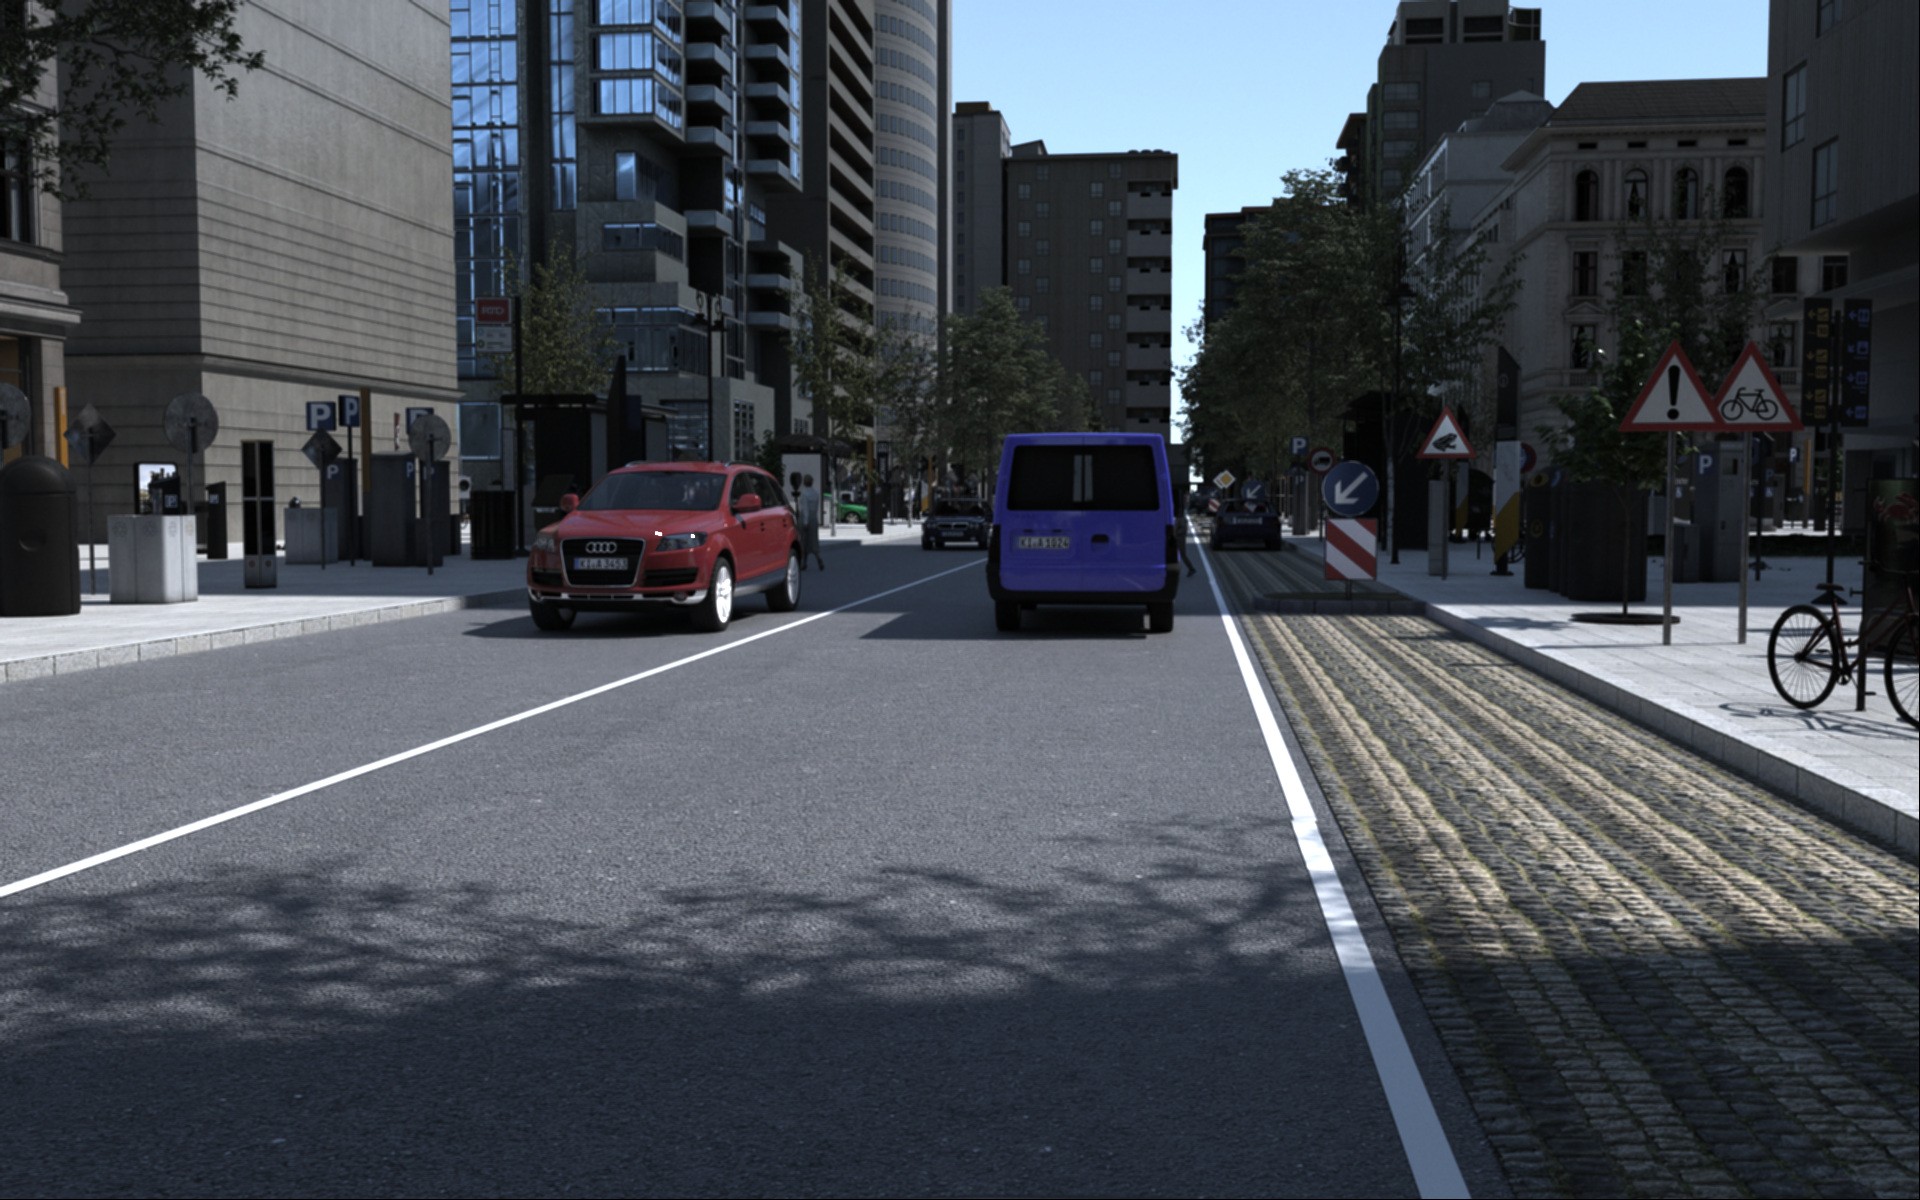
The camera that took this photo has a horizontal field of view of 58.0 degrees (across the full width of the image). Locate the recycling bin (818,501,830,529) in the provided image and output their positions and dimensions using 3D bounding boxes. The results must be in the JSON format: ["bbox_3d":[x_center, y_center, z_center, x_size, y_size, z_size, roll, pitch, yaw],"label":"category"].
[{"bbox_3d":[-5.296,-3.159,64.204,0.722,1.027,0.722,-3,5,-43],"label":"recycling bin"}]

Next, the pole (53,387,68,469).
[{"bbox_3d":[-17.171,-2.403,33.131,0.158,3.312,0.155,0,3,0],"label":"pole"}]

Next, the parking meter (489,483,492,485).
[{"bbox_3d":[-24.110,-5.128,89.551,0.399,1.863,0.255,2,4,35],"label":"parking meter"}]

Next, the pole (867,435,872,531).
[{"bbox_3d":[-3.108,-4.012,59.440,0.158,3.312,0.155,0,3,0],"label":"pole"}]

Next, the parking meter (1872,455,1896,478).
[{"bbox_3d":[13.820,-1.237,25.942,0.255,1.863,0.399,3,4,38],"label":"parking meter"}]

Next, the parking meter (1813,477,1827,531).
[{"bbox_3d":[29.602,-3.295,59.590,0.255,1.863,0.399,0,4,-2],"label":"parking meter"}]

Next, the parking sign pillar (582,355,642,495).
[{"bbox_3d":[-6.684,-2.809,34.395,1.447,3.967,1.447,-1,4,-22],"label":"parking sign pillar"}]

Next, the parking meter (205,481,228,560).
[{"bbox_3d":[-14.622,-1.568,34.056,0.372,1.533,0.369,0,3,0],"label":"parking meter"}]

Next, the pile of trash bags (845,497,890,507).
[{"bbox_3d":[-5.852,-6.005,107.939,3.447,1.369,1.912,3,5,43],"label":"pile of trash bags"}]

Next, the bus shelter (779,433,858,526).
[{"bbox_3d":[-5.049,-4.075,60.546,2.014,3.302,5.546,0,4,7],"label":"bus shelter"}]

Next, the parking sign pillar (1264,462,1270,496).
[{"bbox_3d":[20.272,-7.717,114.643,1.447,3.967,1.447,1,4,12],"label":"parking sign pillar"}]

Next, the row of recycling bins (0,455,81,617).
[{"bbox_3d":[-11.127,-0.700,18.558,3.534,1.692,1.069,1,4,9],"label":"row of recycling bins"}]

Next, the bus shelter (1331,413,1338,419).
[{"bbox_3d":[11.622,-3.529,48.990,1.731,3.624,6.357,0,4,7],"label":"bus shelter"}]

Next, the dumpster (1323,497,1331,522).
[{"bbox_3d":[17.150,-4.647,78.468,1.502,2.255,1.985,0,4,7],"label":"dumpster"}]

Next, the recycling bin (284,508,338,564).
[{"bbox_3d":[-11.951,-1.184,31.907,0.722,1.027,0.722,0,4,3],"label":"recycling bin"}]

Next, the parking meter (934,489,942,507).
[{"bbox_3d":[-1.023,-4.392,80.212,0.372,1.533,0.369,0,3,0],"label":"parking meter"}]

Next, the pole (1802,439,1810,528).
[{"bbox_3d":[31.608,-4.332,64.675,0.158,3.312,0.155,0,3,0],"label":"pole"}]

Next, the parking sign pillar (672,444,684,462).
[{"bbox_3d":[-14.928,-6.450,93.937,1.447,3.967,1.447,-1,4,-16],"label":"parking sign pillar"}]

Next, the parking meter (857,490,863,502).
[{"bbox_3d":[-6.381,-6.256,110.688,0.372,1.533,0.369,0,3,0],"label":"parking meter"}]

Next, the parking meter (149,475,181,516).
[{"bbox_3d":[-10.587,-0.899,23.108,0.372,1.533,0.369,0,3,0],"label":"parking meter"}]

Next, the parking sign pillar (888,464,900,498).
[{"bbox_3d":[-6.055,-10.229,155.708,1.447,3.967,1.447,1,4,18],"label":"parking sign pillar"}]

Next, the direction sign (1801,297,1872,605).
[{"bbox_3d":[10.148,-1.720,20.114,0.876,3.537,0.379,-1,4,-12],"label":"direction sign"}]

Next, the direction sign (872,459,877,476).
[{"bbox_3d":[-5.286,-7.274,110.933,0.876,3.537,0.379,0,4,-6],"label":"direction sign"}]

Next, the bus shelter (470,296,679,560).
[{"bbox_3d":[-8.439,-3.679,37.790,2.179,5.291,8.768,0,4,7],"label":"bus shelter"}]

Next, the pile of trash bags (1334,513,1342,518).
[{"bbox_3d":[14.827,-3.228,62.529,1.912,1.369,3.447,3,4,36],"label":"pile of trash bags"}]

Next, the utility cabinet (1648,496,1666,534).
[{"bbox_3d":[20.666,-2.477,51.668,0.306,1.237,1.020,3,5,40],"label":"utility cabinet"}]

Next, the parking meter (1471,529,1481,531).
[{"bbox_3d":[17.045,-2.986,57.235,0.372,1.533,0.369,0,3,0],"label":"parking meter"}]

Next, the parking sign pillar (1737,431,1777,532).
[{"bbox_3d":[27.192,-4.329,59.244,1.447,3.967,1.447,-1,4,-21],"label":"parking sign pillar"}]

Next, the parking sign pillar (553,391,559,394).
[{"bbox_3d":[-10.551,-3.439,44.702,1.447,3.967,1.447,-1,4,-11],"label":"parking sign pillar"}]

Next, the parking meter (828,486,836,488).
[{"bbox_3d":[-6.348,-4.919,86.143,0.255,1.863,0.399,-3,4,-37],"label":"parking meter"}]

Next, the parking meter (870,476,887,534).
[{"bbox_3d":[-2.654,-3.032,55.282,0.399,1.863,0.255,-2,4,-29],"label":"parking meter"}]

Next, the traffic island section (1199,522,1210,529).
[{"bbox_3d":[11.877,-3.447,78.640,2.009,0.180,2.903,0,4,7],"label":"traffic island section"}]

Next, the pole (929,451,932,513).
[{"bbox_3d":[-1.395,-5.358,81.445,0.158,3.312,0.155,0,3,0],"label":"pole"}]

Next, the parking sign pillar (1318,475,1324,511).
[{"bbox_3d":[27.282,-8.783,132.078,1.447,3.967,1.447,0,4,2],"label":"parking sign pillar"}]

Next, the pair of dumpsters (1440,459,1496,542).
[{"bbox_3d":[13.881,-2.810,48.431,1.574,2.255,4.437,0,4,7],"label":"pair of dumpsters"}]

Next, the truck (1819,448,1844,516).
[{"bbox_3d":[39.923,-4.620,71.468,9.791,3.379,3.469,0,4,5],"label":"truck"}]

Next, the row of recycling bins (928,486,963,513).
[{"bbox_3d":[-0.635,-4.846,86.342,1.069,1.692,3.534,2,4,24],"label":"row of recycling bins"}]

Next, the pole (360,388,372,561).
[{"bbox_3d":[-11.387,-2.411,33.256,0.158,3.312,0.155,0,3,0],"label":"pole"}]

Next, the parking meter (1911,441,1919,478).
[{"bbox_3d":[10.457,-0.797,18.736,0.255,1.863,0.399,1,4,14],"label":"parking meter"}]

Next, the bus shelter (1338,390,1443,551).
[{"bbox_3d":[10.420,-3.106,42.061,1.731,3.624,6.357,0,4,7],"label":"bus shelter"}]

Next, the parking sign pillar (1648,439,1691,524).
[{"bbox_3d":[24.737,-4.453,61.281,1.447,3.967,1.447,-1,4,-18],"label":"parking sign pillar"}]

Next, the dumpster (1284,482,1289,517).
[{"bbox_3d":[15.096,-4.473,78.892,1.264,1.857,1.865,0,4,7],"label":"dumpster"}]

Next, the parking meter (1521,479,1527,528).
[{"bbox_3d":[20.102,-3.450,62.122,0.399,1.863,0.255,1,4,22],"label":"parking meter"}]

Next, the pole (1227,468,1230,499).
[{"bbox_3d":[19.855,-8.197,127.868,0.158,3.312,0.155,0,3,0],"label":"pole"}]

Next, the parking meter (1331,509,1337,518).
[{"bbox_3d":[14.415,-3.545,66.377,0.372,1.533,0.369,0,3,0],"label":"parking meter"}]

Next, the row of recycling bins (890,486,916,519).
[{"bbox_3d":[-3.016,-5.212,92.326,1.069,1.692,3.534,-1,4,-13],"label":"row of recycling bins"}]

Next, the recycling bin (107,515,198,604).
[{"bbox_3d":[-9.542,-0.485,20.487,0.722,1.027,0.722,0,4,6],"label":"recycling bin"}]

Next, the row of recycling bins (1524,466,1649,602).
[{"bbox_3d":[8.012,-0.921,22.177,1.069,1.692,3.534,0,4,8],"label":"row of recycling bins"}]

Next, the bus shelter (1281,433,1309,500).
[{"bbox_3d":[21.012,-7.932,107.313,2.179,5.291,8.768,0,4,7],"label":"bus shelter"}]

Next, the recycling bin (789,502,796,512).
[{"bbox_3d":[-6.435,-3.075,62.833,0.722,1.027,0.722,-2,4,-32],"label":"recycling bin"}]

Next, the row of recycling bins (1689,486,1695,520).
[{"bbox_3d":[35.681,-4.775,85.176,1.069,1.692,3.534,2,4,31],"label":"row of recycling bins"}]
